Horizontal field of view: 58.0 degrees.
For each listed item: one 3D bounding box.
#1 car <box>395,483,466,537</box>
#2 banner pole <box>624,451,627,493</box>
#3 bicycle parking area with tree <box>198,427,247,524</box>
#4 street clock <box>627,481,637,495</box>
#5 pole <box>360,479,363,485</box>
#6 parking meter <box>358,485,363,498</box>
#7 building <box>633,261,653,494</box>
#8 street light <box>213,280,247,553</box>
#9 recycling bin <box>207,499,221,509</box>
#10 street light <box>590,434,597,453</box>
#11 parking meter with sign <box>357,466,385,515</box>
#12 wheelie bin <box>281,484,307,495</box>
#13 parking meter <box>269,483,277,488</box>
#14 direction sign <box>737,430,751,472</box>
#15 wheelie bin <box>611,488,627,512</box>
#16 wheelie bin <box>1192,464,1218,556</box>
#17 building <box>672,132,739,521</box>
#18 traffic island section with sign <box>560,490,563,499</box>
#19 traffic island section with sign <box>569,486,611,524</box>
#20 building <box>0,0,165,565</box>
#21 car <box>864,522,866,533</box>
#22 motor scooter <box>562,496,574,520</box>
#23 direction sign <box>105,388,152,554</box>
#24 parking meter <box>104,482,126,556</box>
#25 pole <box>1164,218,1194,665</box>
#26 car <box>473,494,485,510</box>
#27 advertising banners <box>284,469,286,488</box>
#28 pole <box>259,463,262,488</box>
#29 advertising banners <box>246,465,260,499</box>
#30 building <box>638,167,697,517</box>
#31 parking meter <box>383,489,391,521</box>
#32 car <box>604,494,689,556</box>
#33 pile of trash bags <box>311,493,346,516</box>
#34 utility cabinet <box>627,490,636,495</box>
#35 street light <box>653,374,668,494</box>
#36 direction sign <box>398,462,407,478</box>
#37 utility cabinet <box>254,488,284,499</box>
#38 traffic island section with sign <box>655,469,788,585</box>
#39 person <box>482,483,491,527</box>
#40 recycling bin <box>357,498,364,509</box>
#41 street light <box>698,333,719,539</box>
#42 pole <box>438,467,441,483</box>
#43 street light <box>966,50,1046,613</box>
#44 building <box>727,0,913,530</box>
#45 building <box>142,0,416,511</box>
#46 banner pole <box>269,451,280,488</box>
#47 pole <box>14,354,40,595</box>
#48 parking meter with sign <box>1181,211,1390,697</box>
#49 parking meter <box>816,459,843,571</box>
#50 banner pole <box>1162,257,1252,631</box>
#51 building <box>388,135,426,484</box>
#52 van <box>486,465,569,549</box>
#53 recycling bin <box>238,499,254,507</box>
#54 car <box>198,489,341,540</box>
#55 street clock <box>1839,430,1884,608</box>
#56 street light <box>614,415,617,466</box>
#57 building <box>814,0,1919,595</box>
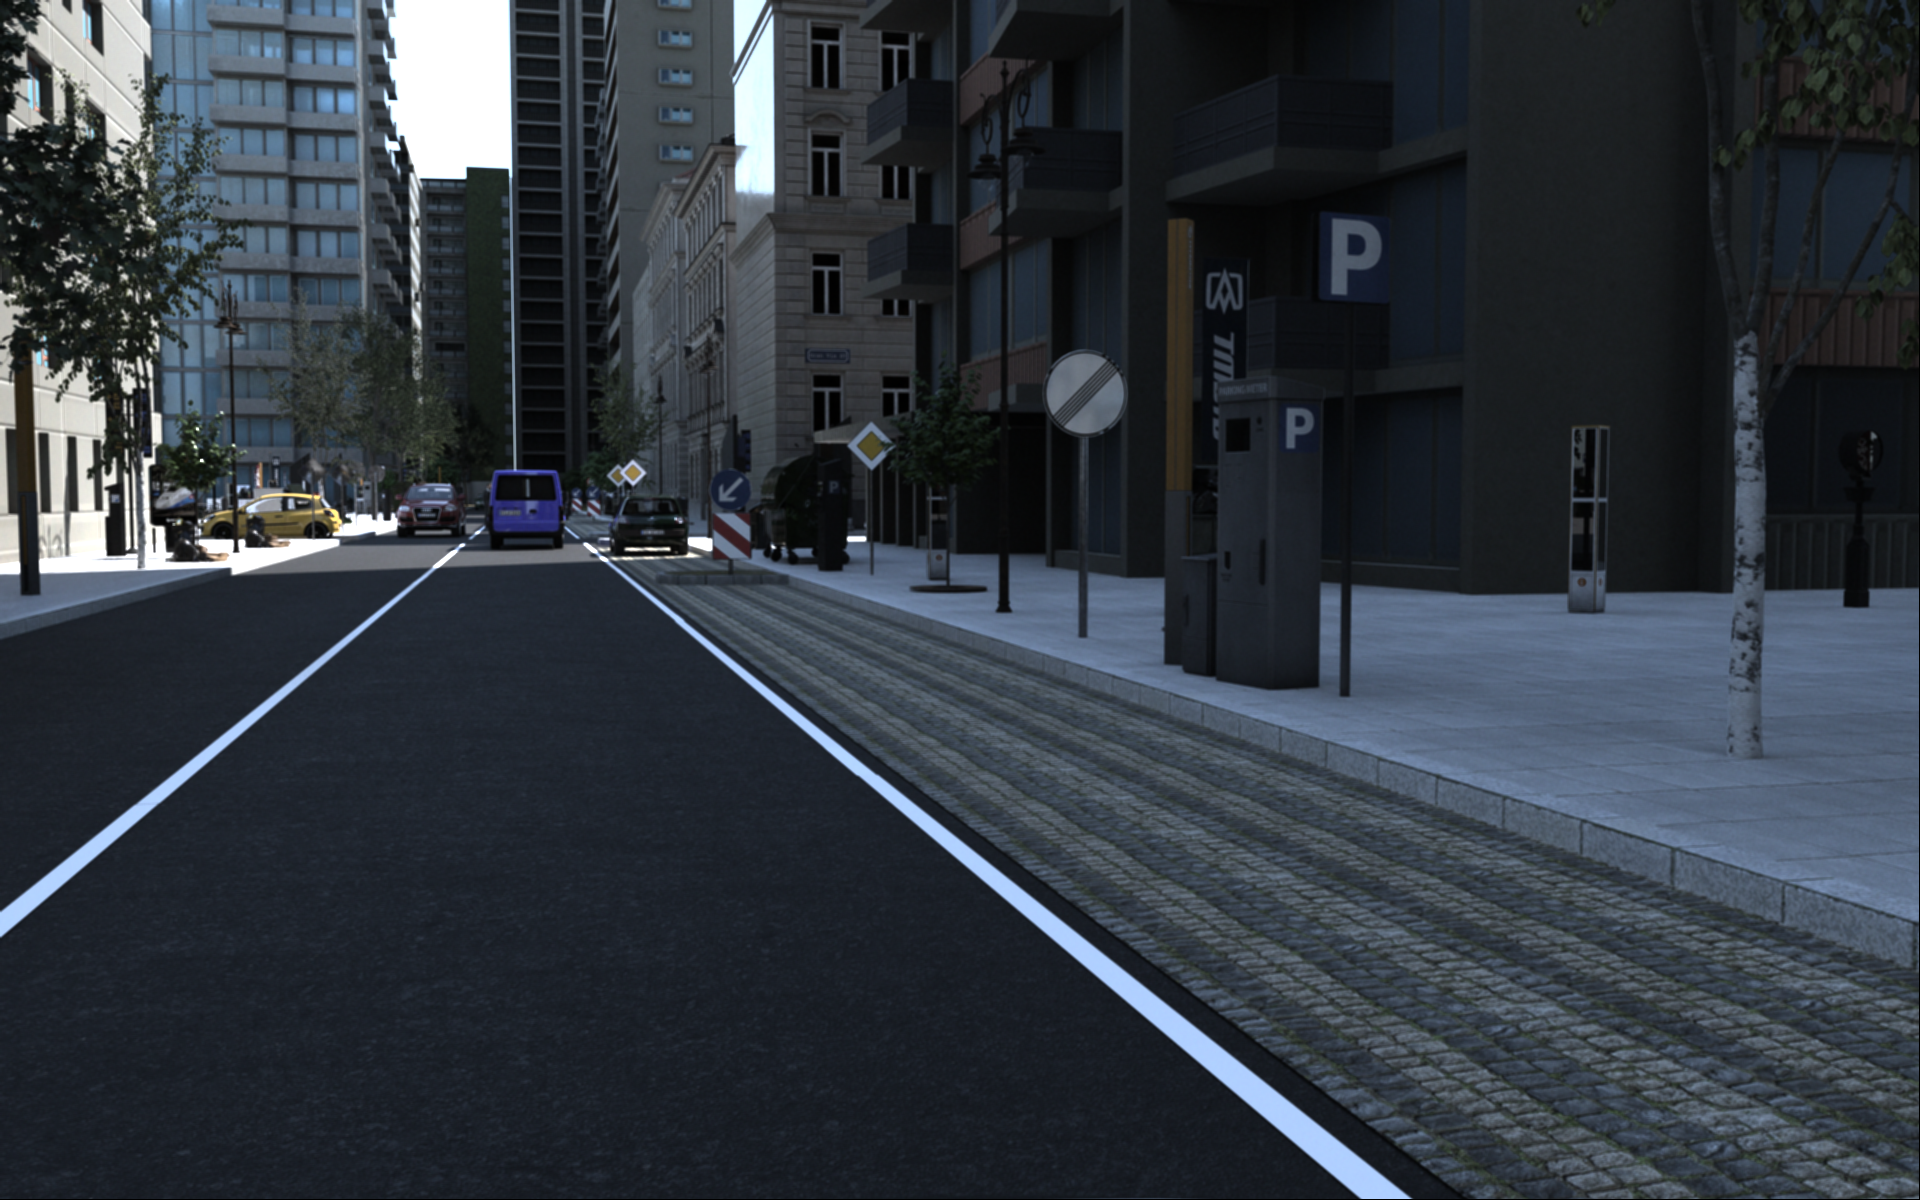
[{"bbox_3d":[-18.040,-3.092,59.220,2.281,1.827,5.304,-1,4,-13],"label":"car"},{"bbox_3d":[-19.485,-6.785,100.944,0.401,3.779,0.863,-2,4,-25],"label":"banner pole"},{"bbox_3d":[-34.184,-5.258,72.967,8.231,4.147,9.016,1,4,10],"label":"bicycle parking area with tree"},{"bbox_3d":[-15.658,-4.779,82.706,0.471,2.002,0.358,-1,4,-14],"label":"street clock"},{"bbox_3d":[-39.927,-7.441,115.501,0.158,3.312,0.155,0,3,0],"label":"pole"},{"bbox_3d":[-39.286,-6.595,113.541,0.255,1.863,0.399,0,4,-5],"label":"parking meter"},{"bbox_3d":[-17.608,-16.481,124.224,10.420,20.320,16.860,-1,4,-14],"label":"building"},{"bbox_3d":[-15.750,-3.959,37.515,0.468,5.910,1.993,-1,4,-14],"label":"street light"},{"bbox_3d":[-41.629,-5.163,96.967,0.722,1.027,0.722,2,4,27],"label":"recycling bin"},{"bbox_3d":[-27.461,-9.602,129.776,0.468,5.910,1.993,-1,4,-14],"label":"street light"},{"bbox_3d":[-36.721,-6.820,107.767,1.738,3.016,0.543,0,4,5],"label":"parking meter with sign"},{"bbox_3d":[-20.943,-2.846,54.438,0.693,1.594,0.980,1,4,20],"label":"wheelie bin"},{"bbox_3d":[-36.491,-5.279,92.023,0.399,1.863,0.255,2,4,32],"label":"parking meter"},{"bbox_3d":[-7.783,-4.225,61.077,0.876,3.537,0.379,-2,4,-30],"label":"direction sign"},{"bbox_3d":[-18.094,-5.154,92.170,0.980,1.594,0.693,2,4,24],"label":"wheelie bin"},{"bbox_3d":[2.648,-0.640,18.365,0.693,1.594,0.980,3,5,43],"label":"wheelie bin"},{"bbox_3d":[-7.953,-13.487,85.140,10.561,19.102,19.286,-1,4,-14],"label":"building"},{"bbox_3d":[-24.171,-6.118,108.652,1.989,1.847,2.006,-1,4,-14],"label":"traffic island section with sign"},{"bbox_3d":[-17.590,-4.519,82.509,1.989,1.847,2.006,-1,4,-14],"label":"traffic island section with sign"},{"bbox_3d":[-31.642,-11.201,28.172,28.899,21.520,27.650,-1,4,-14],"label":"building"},{"bbox_3d":[-0.713,-2.690,56.338,4.827,1.381,2.083,-1,4,-14],"label":"car"},{"bbox_3d":[-21.560,-5.021,94.878,0.815,1.314,1.986,-1,4,-13],"label":"motor scooter"},{"bbox_3d":[-17.744,-2.755,37.036,0.876,3.537,0.379,-1,4,-20],"label":"direction sign"},{"bbox_3d":[-17.444,-1.673,35.764,0.372,1.533,0.369,0,3,0],"label":"parking meter"},{"bbox_3d":[1.643,-1.170,12.971,0.158,3.312,0.155,0,3,0],"label":"pole"},{"bbox_3d":[-42.559,-8.781,155.359,2.131,1.459,4.920,-1,4,-15],"label":"car"},{"bbox_3d":[-47.511,-7.711,122.268,0.090,3.025,2.074,-2,4,-30],"label":"advertising banners"},{"bbox_3d":[-45.144,-7.217,111.841,0.158,3.312,0.155,0,3,0],"label":"pole"},{"bbox_3d":[-41.600,-6.471,101.989,0.090,3.025,2.074,0,4,-1],"label":"advertising banners"},{"bbox_3d":[-13.007,-16.479,105.587,11.583,22.565,21.152,-1,4,-14],"label":"building"},{"bbox_3d":[-27.088,-4.493,81.869,0.372,1.533,0.369,0,3,0],"label":"parking meter"},{"bbox_3d":[-7.484,-1.938,41.481,2.009,1.686,4.222,-1,4,-13],"label":"car"},{"bbox_3d":[-35.250,-5.150,93.950,1.912,1.369,3.447,3,5,39],"label":"pile of trash bags"},{"bbox_3d":[-16.420,-4.767,86.620,0.318,1.500,1.173,-1,4,-19],"label":"utility cabinet"},{"bbox_3d":[-11.555,-5.753,66.846,0.468,5.910,1.993,-1,4,-14],"label":"street light"},{"bbox_3d":[-39.933,-8.079,124.087,0.876,3.537,0.379,2,4,34],"label":"direction sign"},{"bbox_3d":[-25.593,-3.406,64.362,1.173,1.500,0.318,-2,4,-27],"label":"utility cabinet"},{"bbox_3d":[-3.899,-1.186,28.019,1.989,1.847,2.006,-1,4,-14],"label":"traffic island section with sign"},{"bbox_3d":[-20.264,-4.079,74.558,0.474,1.900,0.648,0,4,5],"label":"person"},{"bbox_3d":[-37.740,-5.947,109.791,0.722,1.027,0.722,1,4,17],"label":"recycling bin"},{"bbox_3d":[-7.206,-4.705,49.714,0.468,5.910,1.993,-1,4,-14],"label":"street light"},{"bbox_3d":[-38.560,-8.230,128.404,0.158,3.312,0.155,0,3,0],"label":"pole"},{"bbox_3d":[0.477,-2.804,18.627,0.468,5.910,1.993,-1,4,-14],"label":"street light"},{"bbox_3d":[3.773,-16.645,69.404,25.104,27.353,12.463,-1,4,-14],"label":"building"},{"bbox_3d":[-56.855,-31.729,138.378,23.786,49.044,30.456,-1,4,-14],"label":"building"},{"bbox_3d":[-40.272,-6.831,101.701,0.401,3.779,0.863,3,4,37],"label":"banner pole"},{"bbox_3d":[-11.818,-1.717,21.922,0.158,3.312,0.155,0,3,0],"label":"pole"},{"bbox_3d":[2.090,-0.941,11.638,0.543,3.016,1.738,-2,4,-25],"label":"parking meter with sign"},{"bbox_3d":[-2.175,-1.416,28.858,0.399,1.863,0.255,-2,4,-33],"label":"parking meter"},{"bbox_3d":[2.315,-1.600,16.177,0.863,3.779,0.401,-1,4,-14],"label":"banner pole"},{"bbox_3d":[-68.252,-29.818,179.403,23.993,40.220,32.217,-1,4,-14],"label":"building"},{"bbox_3d":[-11.741,-2.605,46.976,2.240,2.365,5.245,-1,4,-13],"label":"van"},{"bbox_3d":[-34.844,-4.423,84.869,0.722,1.027,0.722,1,4,9],"label":"recycling bin"},{"bbox_3d":[-20.671,-2.550,51.922,3.980,1.641,2.015,-1,4,-13],"label":"car"},{"bbox_3d":[10.172,-0.919,19.597,0.471,2.002,0.358,-2,4,-27],"label":"street clock"},{"bbox_3d":[-19.610,-7.701,98.694,0.468,5.910,1.993,-1,4,-14],"label":"street light"},{"bbox_3d":[9.849,-23.294,35.475,22.147,44.769,28.867,-1,4,-14],"label":"building"}]
